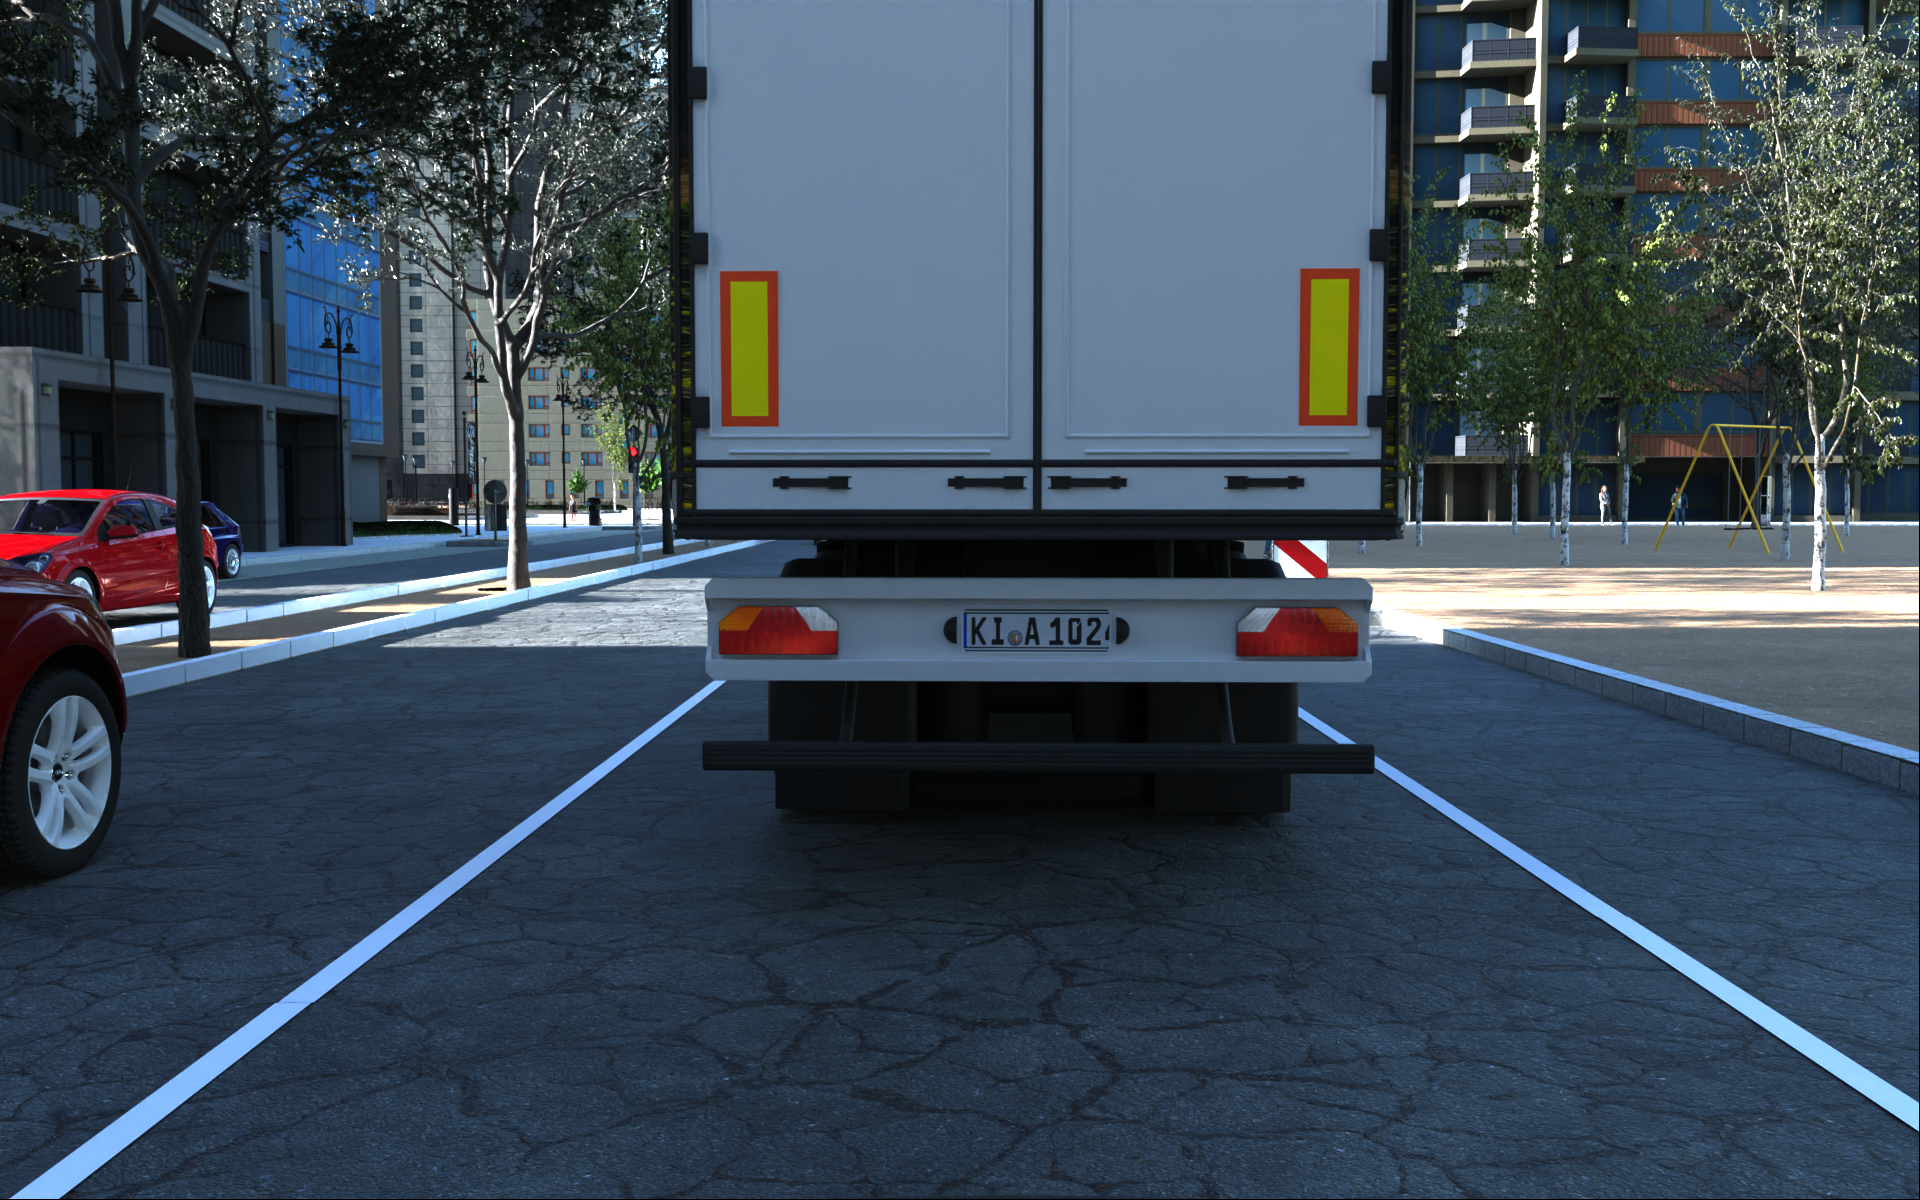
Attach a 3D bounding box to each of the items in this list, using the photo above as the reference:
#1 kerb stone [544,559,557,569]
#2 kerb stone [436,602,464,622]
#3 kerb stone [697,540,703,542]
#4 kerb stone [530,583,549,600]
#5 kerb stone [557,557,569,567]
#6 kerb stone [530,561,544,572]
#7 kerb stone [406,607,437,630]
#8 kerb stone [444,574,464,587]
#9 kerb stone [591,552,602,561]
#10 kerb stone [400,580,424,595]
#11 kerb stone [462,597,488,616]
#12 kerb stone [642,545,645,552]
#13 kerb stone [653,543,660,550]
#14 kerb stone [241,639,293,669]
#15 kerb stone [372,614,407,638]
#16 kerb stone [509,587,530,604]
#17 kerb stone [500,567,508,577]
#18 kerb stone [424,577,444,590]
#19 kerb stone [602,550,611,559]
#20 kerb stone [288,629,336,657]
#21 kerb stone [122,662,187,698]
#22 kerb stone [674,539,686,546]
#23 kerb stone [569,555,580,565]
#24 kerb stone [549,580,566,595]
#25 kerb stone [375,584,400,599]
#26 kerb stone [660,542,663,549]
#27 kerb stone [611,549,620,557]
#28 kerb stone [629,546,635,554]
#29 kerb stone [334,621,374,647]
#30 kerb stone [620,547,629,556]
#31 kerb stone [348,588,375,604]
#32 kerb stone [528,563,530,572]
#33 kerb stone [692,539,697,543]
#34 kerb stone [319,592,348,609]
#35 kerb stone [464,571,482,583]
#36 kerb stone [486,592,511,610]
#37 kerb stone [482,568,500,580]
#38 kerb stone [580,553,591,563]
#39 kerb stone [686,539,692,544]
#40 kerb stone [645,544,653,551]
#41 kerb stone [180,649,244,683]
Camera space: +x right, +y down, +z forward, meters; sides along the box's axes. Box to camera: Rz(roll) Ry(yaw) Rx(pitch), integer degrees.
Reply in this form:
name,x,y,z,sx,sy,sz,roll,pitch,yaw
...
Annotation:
name,x,y,z,sx,sy,sz,roll,pitch,yaw
kerb stone,-7.936,-0.666,33.091,0.120,0.150,1.000,0,4,0
kerb stone,-5.887,0.151,19.743,0.120,0.150,1.000,0,4,0
kerb stone,-7.858,-1.794,51.522,0.120,0.150,1.000,0,4,0
kerb stone,-5.870,-0.101,23.842,0.120,0.150,1.000,0,4,0
kerb stone,-7.929,-0.723,34.119,0.120,0.150,1.000,0,4,0
kerb stone,-7.942,-0.604,32.069,0.120,0.150,1.000,0,4,0
kerb stone,-5.890,0.213,18.715,0.120,0.150,1.000,0,4,0
kerb stone,-7.955,-0.290,26.939,0.120,0.150,1.000,0,4,0
kerb stone,-7.915,-0.918,37.197,0.120,0.150,1.000,0,4,0
kerb stone,-7.960,-0.165,24.893,0.120,0.150,1.000,0,4,0
kerb stone,-5.888,0.087,20.769,0.120,0.150,1.000,0,4,0
kerb stone,-7.904,-1.230,42.310,0.120,0.150,1.000,0,4,0
kerb stone,-7.897,-1.355,44.355,0.120,0.150,1.000,0,4,0
kerb stone,-5.907,0.464,14.616,0.120,0.150,1.000,0,4,0
kerb stone,-5.901,0.275,17.692,0.120,0.150,1.000,0,4,0
kerb stone,-5.880,-0.038,22.816,0.120,0.150,1.000,0,4,0
kerb stone,-7.941,-0.477,30.020,0.120,0.150,1.000,0,4,0
kerb stone,-7.967,-0.228,25.917,0.120,0.150,1.000,0,4,0
kerb stone,-7.918,-0.980,38.222,0.120,0.150,1.000,0,4,0
kerb stone,-5.906,0.401,15.644,0.120,0.150,1.000,0,4,0
kerb stone,-5.914,0.589,12.572,0.120,0.150,1.000,0,4,0
kerb stone,-7.874,-1.606,48.454,0.120,0.150,1.000,0,4,0
kerb stone,-7.928,-0.791,35.141,0.120,0.150,1.000,0,4,0
kerb stone,-5.867,-0.163,24.864,0.120,0.150,1.000,0,4,0
kerb stone,-7.974,-0.100,23.868,0.120,0.150,1.000,0,4,0
kerb stone,-7.887,-1.413,45.380,0.120,0.150,1.000,0,4,0
kerb stone,-7.913,-1.039,39.244,0.120,0.150,1.000,0,4,0
kerb stone,-7.909,-1.168,41.288,0.120,0.150,1.000,0,4,0
kerb stone,-5.900,0.338,16.666,0.120,0.150,1.000,0,4,0
kerb stone,-7.908,-1.105,40.266,0.120,0.150,1.000,0,4,0
kerb stone,-7.975,-0.039,22.842,0.120,0.150,1.000,0,4,0
kerb stone,-7.946,-0.540,31.042,0.120,0.150,1.000,0,4,0
kerb stone,-7.866,-1.731,50.500,0.120,0.150,1.000,0,4,0
kerb stone,-7.977,0.023,21.820,0.120,0.150,1.000,0,4,0
kerb stone,-7.954,-0.352,27.963,0.120,0.150,1.000,0,4,0
kerb stone,-5.873,0.025,21.791,0.120,0.150,1.000,0,4,0
kerb stone,-7.945,-0.416,28.990,0.120,0.150,1.000,0,4,0
kerb stone,-7.924,-0.852,36.171,0.120,0.150,1.000,0,4,0
kerb stone,-7.870,-1.669,49.478,0.120,0.150,1.000,0,4,0
kerb stone,-7.901,-1.293,43.332,0.120,0.150,1.000,0,4,0
kerb stone,-5.912,0.526,13.594,0.120,0.150,1.000,0,4,0
